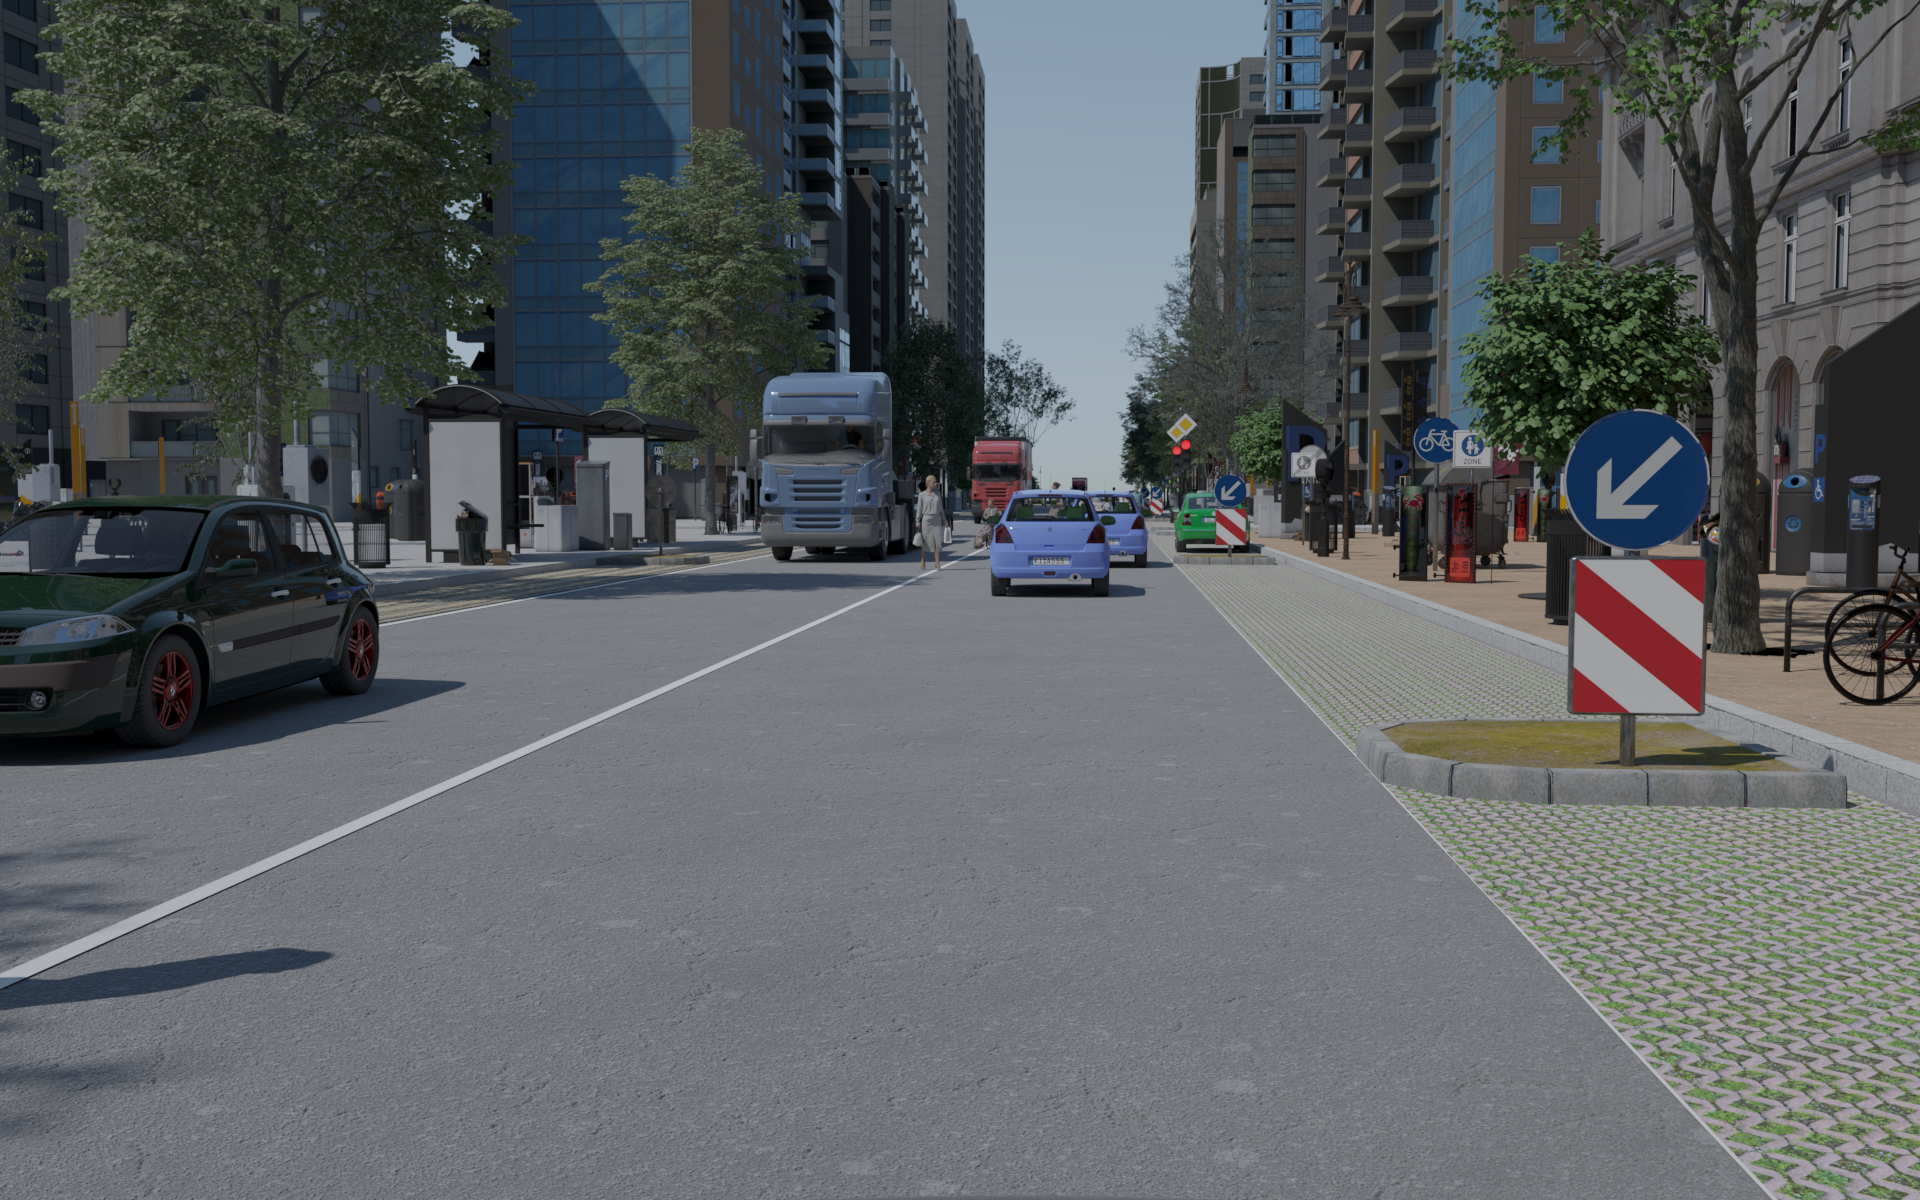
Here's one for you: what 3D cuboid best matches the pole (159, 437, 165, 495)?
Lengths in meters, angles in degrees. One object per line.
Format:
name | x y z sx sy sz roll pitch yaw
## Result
pole | -28.742 -4.195 62.438 0.158 3.312 0.155 0 3 0

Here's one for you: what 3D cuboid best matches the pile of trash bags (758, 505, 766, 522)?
pile of trash bags | -8.096 -4.223 78.799 1.912 1.369 3.447 -1 4 -19

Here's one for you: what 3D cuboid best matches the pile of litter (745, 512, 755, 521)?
pile of litter | -10.552 -4.318 84.566 1.176 0.858 1.719 -2 4 -30

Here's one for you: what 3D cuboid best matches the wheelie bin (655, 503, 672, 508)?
wheelie bin | -14.022 -4.518 81.777 0.980 1.594 0.693 1 4 17

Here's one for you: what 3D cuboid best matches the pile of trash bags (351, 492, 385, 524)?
pile of trash bags | -24.823 -3.921 73.865 1.912 1.369 3.447 -2 4 -25

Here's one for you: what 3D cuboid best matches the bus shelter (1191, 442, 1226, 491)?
bus shelter | 16.232 -8.357 114.268 2.179 5.291 8.768 0 4 5

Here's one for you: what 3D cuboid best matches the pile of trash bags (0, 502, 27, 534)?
pile of trash bags | -26.234 -2.308 47.484 1.912 1.369 3.447 3 5 43

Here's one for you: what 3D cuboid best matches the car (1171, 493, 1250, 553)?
car | 6.290 -2.117 43.405 1.959 1.807 4.718 0 4 6

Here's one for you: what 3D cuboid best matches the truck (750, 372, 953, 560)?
truck | -2.202 -3.332 44.230 2.967 4.110 18.799 0 4 5

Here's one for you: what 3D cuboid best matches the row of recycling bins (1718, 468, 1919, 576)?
row of recycling bins | 13.552 -1.216 26.993 1.069 1.692 3.534 -3 4 -38

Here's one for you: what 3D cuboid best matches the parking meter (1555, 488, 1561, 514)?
parking meter | 24.444 -3.800 70.535 0.372 1.533 0.369 0 3 0

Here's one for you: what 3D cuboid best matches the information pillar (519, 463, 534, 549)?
information pillar | -10.192 -2.213 40.680 0.304 2.012 0.304 0 4 -1

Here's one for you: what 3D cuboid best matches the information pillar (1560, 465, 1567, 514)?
information pillar | 24.469 -4.796 69.774 0.504 3.616 0.183 2 4 30

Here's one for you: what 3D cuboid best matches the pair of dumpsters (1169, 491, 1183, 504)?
pair of dumpsters | 17.870 -8.486 141.234 1.574 2.255 4.437 0 4 5

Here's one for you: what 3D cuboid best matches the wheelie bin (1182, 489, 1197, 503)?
wheelie bin | 18.069 -7.949 137.879 0.693 1.594 0.980 -2 4 -28

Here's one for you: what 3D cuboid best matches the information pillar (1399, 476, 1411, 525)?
information pillar | 18.231 -4.066 70.977 0.304 2.012 0.304 -2 4 -30

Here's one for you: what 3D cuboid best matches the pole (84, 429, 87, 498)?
pole | -27.303 -3.673 53.903 0.158 3.312 0.155 0 3 0

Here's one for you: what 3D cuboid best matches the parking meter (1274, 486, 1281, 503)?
parking meter | 9.749 -2.713 52.763 0.372 1.533 0.369 0 3 0

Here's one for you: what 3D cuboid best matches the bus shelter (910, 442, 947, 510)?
bus shelter | -2.135 -8.827 121.952 2.179 5.291 8.768 0 4 5

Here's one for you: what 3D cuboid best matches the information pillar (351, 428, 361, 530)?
information pillar | -21.333 -4.270 61.174 0.504 3.616 0.183 3 5 44

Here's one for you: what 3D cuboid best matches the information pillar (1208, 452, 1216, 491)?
information pillar | 13.799 -6.343 95.061 0.504 3.616 0.183 -1 4 -22

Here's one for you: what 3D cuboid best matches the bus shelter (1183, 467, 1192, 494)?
bus shelter | 16.351 -8.000 122.082 1.731 3.624 6.357 0 4 5

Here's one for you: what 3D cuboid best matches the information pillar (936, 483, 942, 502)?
information pillar | -1.414 -6.859 116.644 0.304 2.012 0.304 3 5 44

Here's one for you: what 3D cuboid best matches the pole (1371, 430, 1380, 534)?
pole | 13.198 -3.740 54.987 0.158 3.312 0.155 0 3 0

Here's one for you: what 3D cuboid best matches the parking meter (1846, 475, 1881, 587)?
parking meter | 11.790 -0.868 22.606 0.372 1.533 0.369 0 3 0

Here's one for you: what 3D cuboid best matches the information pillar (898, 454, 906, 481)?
information pillar | -3.378 -6.709 101.039 0.504 3.616 0.183 0 4 -7

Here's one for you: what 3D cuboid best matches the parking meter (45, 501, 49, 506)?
parking meter | -42.478 -4.589 80.749 0.399 1.863 0.255 3 4 36

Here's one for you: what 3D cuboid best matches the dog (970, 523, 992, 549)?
dog | 0.506 -1.730 45.128 0.800 0.831 0.513 1 4 19

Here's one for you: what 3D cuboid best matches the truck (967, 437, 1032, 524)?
truck | 2.133 -5.982 86.724 2.839 4.237 11.283 0 4 5

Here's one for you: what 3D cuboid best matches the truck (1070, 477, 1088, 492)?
truck | 20.247 -18.621 293.370 2.839 4.237 11.283 0 4 6

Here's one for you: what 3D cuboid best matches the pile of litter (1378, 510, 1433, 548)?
pile of litter | 10.901 -1.688 41.559 1.176 0.858 1.719 -1 4 -15

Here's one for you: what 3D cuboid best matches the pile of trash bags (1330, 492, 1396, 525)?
pile of trash bags | 15.956 -3.797 71.840 3.447 1.369 1.912 -2 4 -24

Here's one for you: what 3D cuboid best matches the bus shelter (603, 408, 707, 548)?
bus shelter | -8.003 -3.043 43.685 2.014 3.302 5.546 0 4 5

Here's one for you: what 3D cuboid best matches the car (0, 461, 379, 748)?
car | -5.208 -0.078 11.063 2.009 1.686 4.222 0 4 4

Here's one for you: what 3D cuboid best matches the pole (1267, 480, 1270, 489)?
pole | 21.432 -7.743 120.441 0.158 3.312 0.155 0 3 0

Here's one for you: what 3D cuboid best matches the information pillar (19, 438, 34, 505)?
information pillar | -38.738 -4.927 71.908 0.504 3.616 0.183 -1 4 -11

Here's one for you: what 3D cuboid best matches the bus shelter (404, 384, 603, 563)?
bus shelter | -8.998 -2.489 34.614 2.014 3.302 5.546 0 4 5

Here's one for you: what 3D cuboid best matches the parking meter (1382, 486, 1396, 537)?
parking meter | 12.934 -2.680 52.228 0.372 1.533 0.369 0 3 0

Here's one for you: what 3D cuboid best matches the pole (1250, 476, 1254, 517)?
pole | 16.456 -6.341 97.514 0.158 3.312 0.155 0 3 0

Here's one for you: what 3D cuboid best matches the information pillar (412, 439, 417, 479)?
information pillar | -23.184 -5.036 73.689 0.183 3.616 0.504 -2 4 -32

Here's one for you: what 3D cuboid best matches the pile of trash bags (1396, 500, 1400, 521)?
pile of trash bags | 20.227 -4.446 82.437 3.447 1.369 1.912 0 4 6

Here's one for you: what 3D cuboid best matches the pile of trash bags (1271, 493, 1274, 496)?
pile of trash bags | 17.378 -5.046 92.250 3.447 1.369 1.912 -3 5 -40

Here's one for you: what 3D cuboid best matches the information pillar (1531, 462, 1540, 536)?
information pillar | 17.580 -3.756 52.771 0.183 3.616 0.504 0 4 7

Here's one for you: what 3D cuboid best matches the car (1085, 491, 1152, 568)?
car | 2.924 -1.554 35.006 1.945 1.707 3.694 0 4 5

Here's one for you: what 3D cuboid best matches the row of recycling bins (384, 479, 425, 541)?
row of recycling bins | -15.503 -2.546 48.735 1.069 1.692 3.534 -2 4 -25

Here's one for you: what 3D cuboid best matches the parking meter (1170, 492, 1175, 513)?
parking meter | 14.625 -6.777 119.222 0.372 1.533 0.369 0 3 0

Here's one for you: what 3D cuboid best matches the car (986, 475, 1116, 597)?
car | 1.338 -0.976 25.555 1.945 1.707 3.694 0 4 3

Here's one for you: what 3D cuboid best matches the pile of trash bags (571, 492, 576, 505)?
pile of trash bags | -19.594 -4.394 81.587 3.447 1.369 1.912 -1 4 -19

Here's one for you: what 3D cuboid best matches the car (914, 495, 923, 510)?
car | -2.043 -4.267 81.761 2.014 1.417 4.499 0 4 5

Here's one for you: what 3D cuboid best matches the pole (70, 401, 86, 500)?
pole | -19.521 -2.717 38.268 0.158 3.312 0.155 0 3 0

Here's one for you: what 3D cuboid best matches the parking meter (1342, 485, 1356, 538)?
parking meter | 11.290 -2.560 50.261 0.372 1.533 0.369 0 3 0
